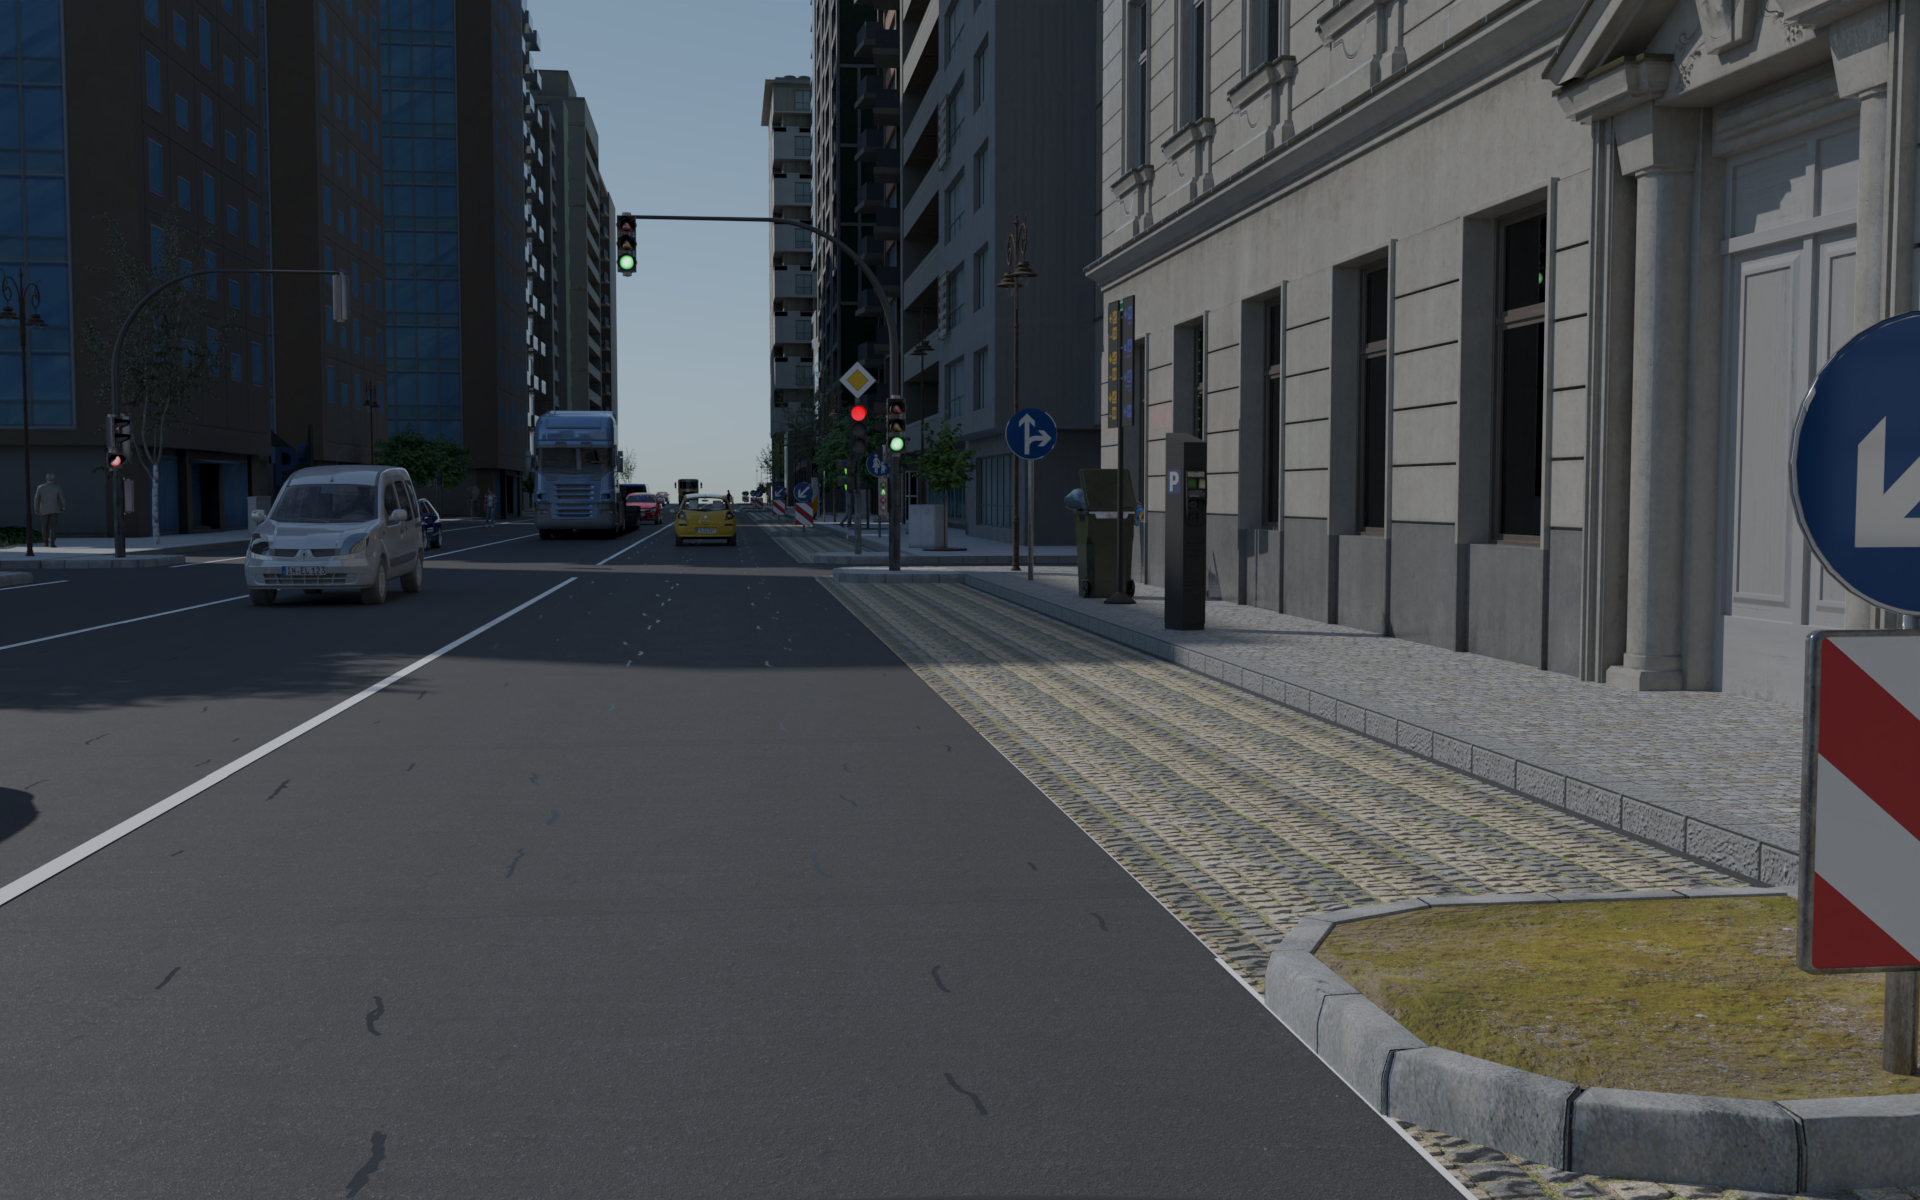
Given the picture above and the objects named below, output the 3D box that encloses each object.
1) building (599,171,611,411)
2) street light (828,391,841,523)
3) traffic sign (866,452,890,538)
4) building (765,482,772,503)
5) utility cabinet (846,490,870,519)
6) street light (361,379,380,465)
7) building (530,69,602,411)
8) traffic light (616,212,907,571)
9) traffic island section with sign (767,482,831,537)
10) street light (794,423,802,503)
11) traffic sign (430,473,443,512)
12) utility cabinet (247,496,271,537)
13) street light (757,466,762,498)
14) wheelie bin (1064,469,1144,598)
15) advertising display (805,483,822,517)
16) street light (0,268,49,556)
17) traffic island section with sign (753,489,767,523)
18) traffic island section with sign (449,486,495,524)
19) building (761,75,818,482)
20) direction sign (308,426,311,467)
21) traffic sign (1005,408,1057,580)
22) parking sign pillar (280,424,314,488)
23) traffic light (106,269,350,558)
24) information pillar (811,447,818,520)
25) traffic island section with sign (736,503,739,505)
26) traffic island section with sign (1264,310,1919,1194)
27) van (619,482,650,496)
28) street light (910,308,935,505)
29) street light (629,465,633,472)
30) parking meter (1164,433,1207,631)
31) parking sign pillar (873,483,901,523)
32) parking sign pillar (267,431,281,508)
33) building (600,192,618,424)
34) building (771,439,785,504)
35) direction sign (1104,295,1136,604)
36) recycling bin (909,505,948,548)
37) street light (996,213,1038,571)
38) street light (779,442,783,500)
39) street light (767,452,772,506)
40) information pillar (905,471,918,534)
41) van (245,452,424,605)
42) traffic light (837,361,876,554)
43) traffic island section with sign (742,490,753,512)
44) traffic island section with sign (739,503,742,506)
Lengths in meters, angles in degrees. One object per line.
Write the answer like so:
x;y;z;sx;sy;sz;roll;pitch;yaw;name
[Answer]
-57.474;-34.963;226.266;22.147;44.769;28.867;0;4;-8;building
-5.629;-6.414;77.661;0.468;5.910;1.993;0;4;-8;street light
-2.362;-3.104;50.850;0.768;2.556;0.104;0;4;1;traffic sign
-13.030;-34.716;259.486;32.217;40.220;23.993;0;4;-8;building
-5.213;-4.872;88.338;1.173;1.500;0.318;-1;4;-15;utility cabinet
-23.712;-5.936;69.848;0.468;5.910;1.993;0;4;-8;street light
-53.364;-35.326;201.289;21.300;48.544;21.600;0;4;-8;building
-3.184;-3.292;28.490;4.771;5.953;1.251;0;4;-8;traffic light
-5.424;-3.056;58.593;1.989;1.847;2.006;0;4;-8;traffic island section with sign
-10.262;-8.466;111.211;0.468;5.910;1.993;0;4;-8;street light
-25.337;-4.994;83.778;0.606;2.300;0.079;0;4;-6;traffic sign
-20.899;-2.478;51.670;0.306;1.237;1.020;0;4;1;utility cabinet
-26.913;-16.012;234.586;0.468;5.910;1.993;0;4;-8;street light
1.767;-0.834;21.550;0.980;1.594;0.693;-1;4;-11;wheelie bin
-8.367;-5.727;98.851;0.974;1.923;0.123;-1;4;-21;advertising display
-19.197;-3.840;35.575;0.468;5.910;1.993;0;4;-8;street light
-9.120;-4.727;85.916;1.989;1.847;2.006;0;4;-8;traffic island section with sign
-23.587;-4.598;83.802;1.989;1.847;2.006;0;4;-8;traffic island section with sign
-10.178;-38.449;217.878;28.713;52.752;27.495;0;4;-8;building
-21.677;-4.024;57.781;0.379;3.537;0.876;-1;4;-22;direction sign
1.053;-1.565;25.687;0.768;2.556;0.104;0;4;-1;traffic sign
-24.851;-4.732;65.838;1.447;3.967;1.447;-1;4;-15;parking sign pillar
-14.858;-3.698;35.135;4.771;5.953;1.251;0;4;-8;traffic light
-7.244;-5.806;86.290;0.183;3.616;0.504;2;4;26;information pillar
-26.803;-12.717;216.544;1.989;1.847;2.006;0;4;-8;traffic island section with sign
1.894;0.252;4.501;1.989;1.847;2.006;0;4;-8;traffic island section with sign
-18.165;-5.592;95.812;2.240;2.365;5.245;0;4;-7;van
-0.937;-4.311;43.272;0.468;5.910;1.993;0;4;-8;street light
-49.551;-17.623;260.919;0.468;5.910;1.993;0;4;-8;street light
2.134;-0.652;16.367;0.255;1.863;0.399;-2;4;-25;parking meter
-3.210;-5.490;78.238;1.447;3.967;1.447;0;4;-7;parking sign pillar
-27.711;-5.047;70.987;1.447;3.967;1.447;2;4;32;parking sign pillar
-56.665;-36.603;248.571;14.600;45.320;14.200;0;4;-8;building
-19.104;-28.604;239.381;14.160;30.474;14.107;0;4;-8;building
1.874;-1.725;20.195;0.379;3.537;0.876;-1;4;-13;direction sign
-0.758;-1.763;41.381;0.722;1.027;0.722;2;4;27;recycling bin
0.938;-3.427;28.821;0.468;5.910;1.993;0;4;-8;street light
-15.858;-11.038;153.264;0.468;5.910;1.993;0;4;-8;street light
-22.376;-13.957;200.985;0.468;5.910;1.993;0;4;-8;street light
-1.544;-3.104;55.239;0.304;2.012;0.304;-2;4;-26;information pillar
-8.505;-1.024;23.755;2.013;2.044;4.112;0;4;-7;van
-2.194;-2.930;36.823;0.839;4.253;0.868;0;4;-8;traffic light
-15.903;-7.791;136.018;1.989;1.847;2.006;0;4;-8;traffic island section with sign
-19.523;-9.425;162.730;1.989;1.847;2.006;0;4;-8;traffic island section with sign
